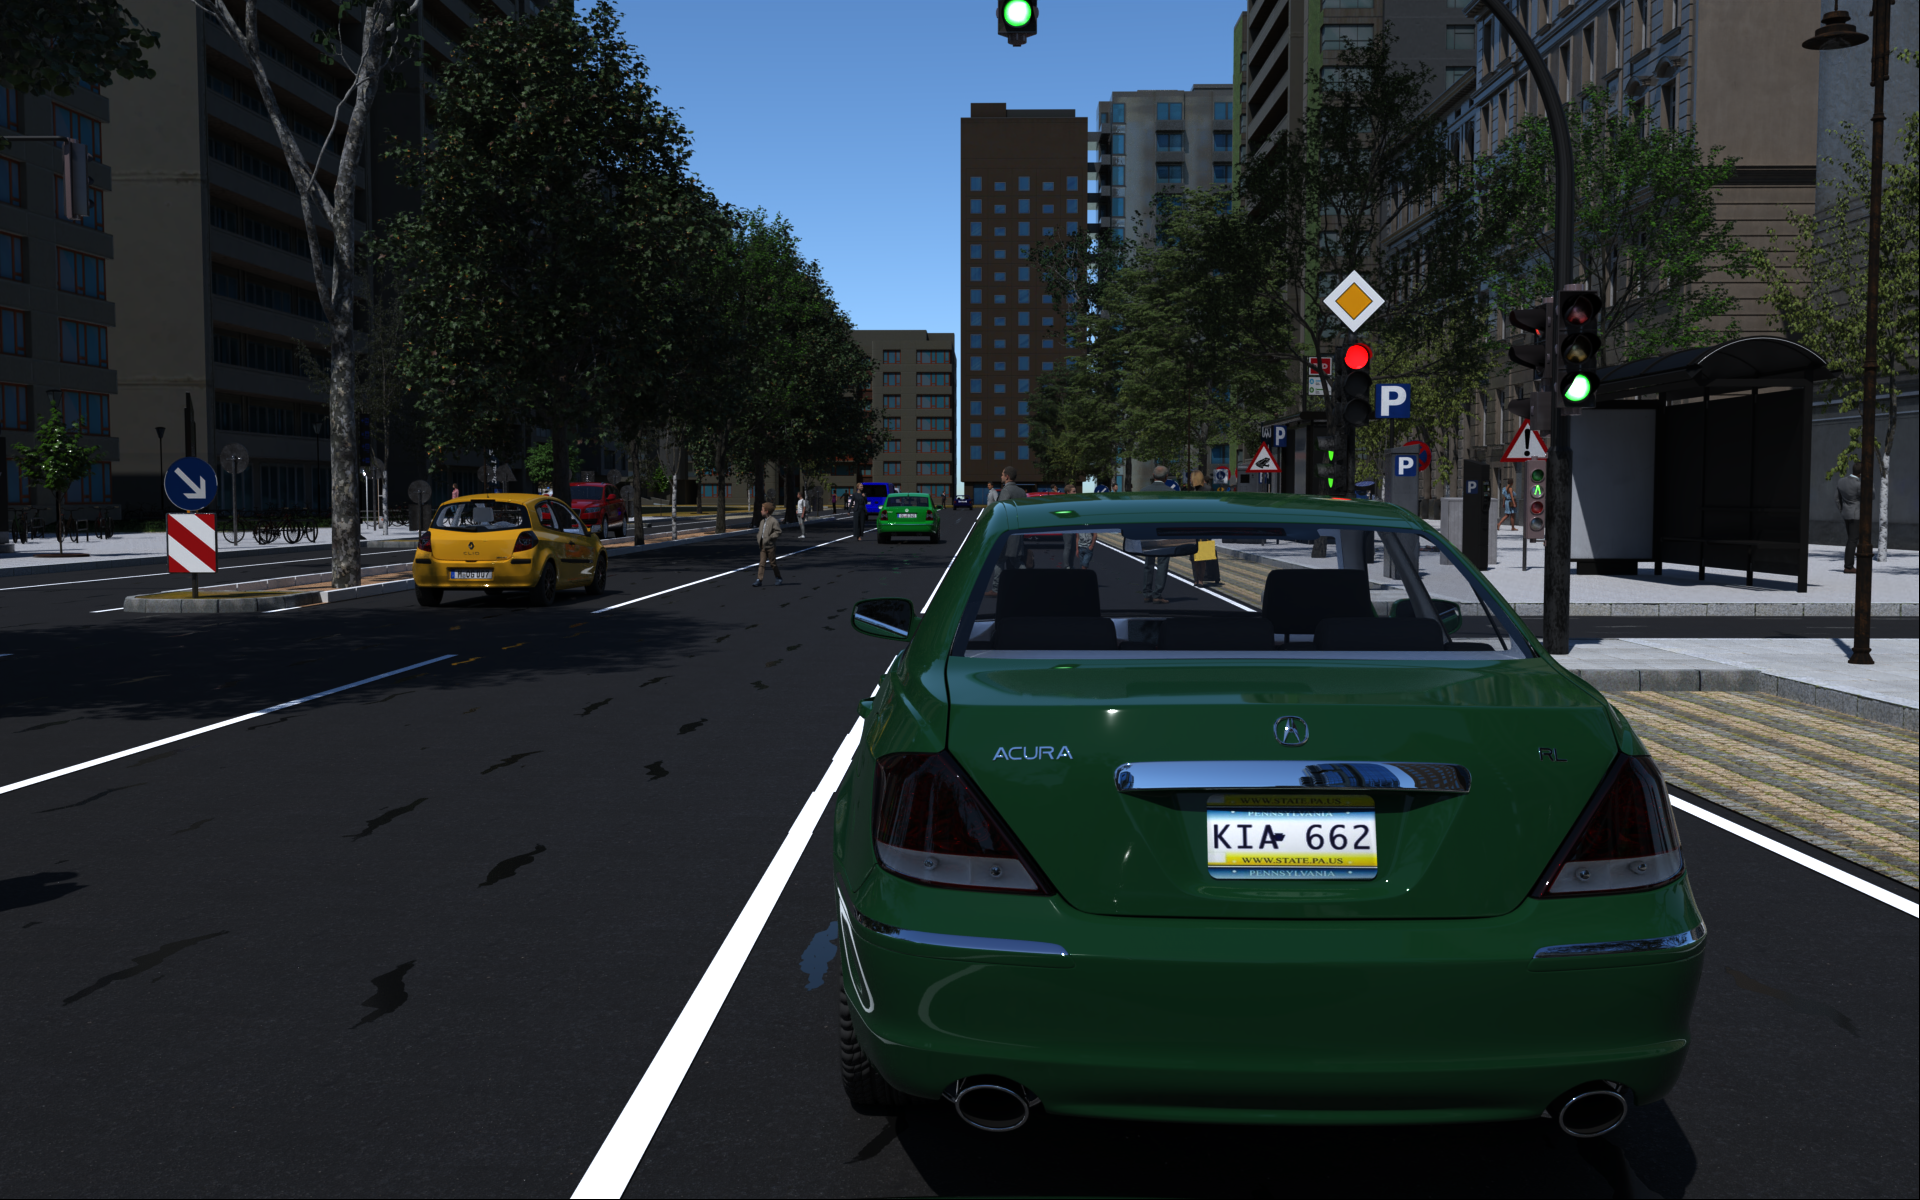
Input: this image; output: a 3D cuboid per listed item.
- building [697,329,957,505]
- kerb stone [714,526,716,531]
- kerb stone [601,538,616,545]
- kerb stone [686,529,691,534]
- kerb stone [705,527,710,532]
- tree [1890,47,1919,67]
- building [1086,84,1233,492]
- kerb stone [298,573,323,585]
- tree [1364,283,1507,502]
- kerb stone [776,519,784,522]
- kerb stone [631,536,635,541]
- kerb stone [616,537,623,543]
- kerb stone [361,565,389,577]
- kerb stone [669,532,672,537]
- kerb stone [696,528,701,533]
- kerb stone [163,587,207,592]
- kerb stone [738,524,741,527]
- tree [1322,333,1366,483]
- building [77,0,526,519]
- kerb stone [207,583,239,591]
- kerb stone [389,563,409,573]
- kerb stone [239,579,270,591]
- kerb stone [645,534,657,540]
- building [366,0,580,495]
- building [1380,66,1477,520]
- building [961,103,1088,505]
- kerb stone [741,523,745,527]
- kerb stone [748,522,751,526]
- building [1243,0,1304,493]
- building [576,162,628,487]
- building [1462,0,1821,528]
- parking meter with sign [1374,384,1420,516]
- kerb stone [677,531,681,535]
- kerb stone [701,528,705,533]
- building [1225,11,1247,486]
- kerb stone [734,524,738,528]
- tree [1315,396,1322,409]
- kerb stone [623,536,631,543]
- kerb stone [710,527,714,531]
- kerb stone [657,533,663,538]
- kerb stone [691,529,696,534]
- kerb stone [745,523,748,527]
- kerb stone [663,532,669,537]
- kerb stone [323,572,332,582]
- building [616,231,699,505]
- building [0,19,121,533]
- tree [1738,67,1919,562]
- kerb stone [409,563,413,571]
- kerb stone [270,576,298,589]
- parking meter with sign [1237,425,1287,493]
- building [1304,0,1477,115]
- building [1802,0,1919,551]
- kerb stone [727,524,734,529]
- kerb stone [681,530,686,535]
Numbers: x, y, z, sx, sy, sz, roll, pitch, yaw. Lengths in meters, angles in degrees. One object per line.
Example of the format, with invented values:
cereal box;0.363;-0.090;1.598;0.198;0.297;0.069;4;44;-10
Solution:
building;-15.125;-22.269;209.134;28.899;21.520;27.650;0;4;1
kerb stone;-9.630;-2.763;67.375;0.120;0.150;1.000;0;4;1
kerb stone;-9.972;-1.635;48.925;0.120;0.150;1.000;0;4;1
kerb stone;-9.741;-2.385;61.222;0.120;0.150;1.000;0;4;1
kerb stone;-9.673;-2.635;65.324;0.120;0.150;1.000;0;4;1
tree;14.983;-4.505;24.013;4.737;8.622;4.395;0;3;0
building;30.015;-35.813;205.152;30.456;49.044;23.786;0;4;1
kerb stone;-10.357;-0.317;27.379;0.120;0.150;1.000;0;4;1
tree;16.355;-6.627;58.714;4.737;8.622;4.395;0;3;0
kerb stone;-9.243;-4.077;88.894;0.120;0.150;1.000;0;4;1
kerb stone;-9.914;-1.823;51.996;0.120;0.150;1.000;0;4;1
kerb stone;-9.957;-1.697;49.947;0.120;0.150;1.000;0;4;1
kerb stone;-10.315;-0.505;30.450;0.120;0.150;1.000;0;4;1
kerb stone;-9.796;-2.198;58.147;0.120;0.150;1.000;0;4;1
kerb stone;-9.701;-2.513;63.276;0.120;0.150;1.000;0;4;1
kerb stone;-10.429;-0.065;23.262;0.120;0.150;1.000;0;4;1
kerb stone;-9.515;-3.139;73.517;0.120;0.150;1.000;0;4;1
tree;16.077;-7.014;65.044;4.737;8.622;4.395;0;3;0
building;-40.803;-29.616;107.928;21.300;48.544;21.600;0;4;1
kerb stone;-10.421;-0.122;24.284;0.120;0.150;1.000;0;4;1
kerb stone;-10.285;-0.566;31.472;0.120;0.150;1.000;0;4;1
kerb stone;-10.399;-0.185;25.320;0.120;0.150;1.000;0;4;1
kerb stone;-9.855;-2.005;55.065;0.120;0.150;1.000;0;4;1
building;-36.629;-27.103;126.722;14.154;41.232;14.086;0;4;1
building;28.285;-15.769;86.700;11.050;23.489;19.941;0;4;1
building;7.297;-33.733;201.640;14.200;45.320;14.600;0;4;1
kerb stone;-9.494;-3.201;74.539;0.120;0.150;1.000;0;4;1
kerb stone;-9.452;-3.327;76.586;0.120;0.150;1.000;0;4;1
building;33.876;-31.061;131.557;21.300;48.544;21.600;0;4;1
building;-37.115;-23.304;152.725;14.107;30.474;14.160;0;4;1
building;27.988;-16.320;64.103;12.463;27.353;25.104;0;4;1
parking meter with sign;6.760;-1.855;26.595;0.543;3.016;1.738;0;4;5
kerb stone;-9.781;-2.258;59.169;0.120;0.150;1.000;0;4;1
kerb stone;-9.688;-2.575;64.298;0.120;0.150;1.000;0;4;1
building;30.450;-28.578;150.837;14.154;41.232;14.086;0;4;1
kerb stone;-9.529;-3.074;72.495;0.120;0.150;1.000;0;4;1
tree;19.398;-8.192;84.299;4.737;8.622;4.395;0;3;0
kerb stone;-9.932;-1.760;50.969;0.120;0.150;1.000;0;4;1
kerb stone;-9.646;-2.700;66.347;0.120;0.150;1.000;0;4;1
kerb stone;-9.842;-2.066;56.087;0.120;0.150;1.000;0;4;1
kerb stone;-9.719;-2.450;62.245;0.120;0.150;1.000;0;4;1
kerb stone;-9.472;-3.264;75.564;0.120;0.150;1.000;0;4;1
kerb stone;-9.822;-2.136;57.114;0.120;0.150;1.000;0;4;1
kerb stone;-10.337;-0.377;28.402;0.120;0.150;1.000;0;4;1
building;-41.515;-31.804;211.870;23.993;40.220;32.217;0;4;1
building;-45.602;-12.554;50.290;27.650;21.520;28.899;0;4;1
tree;17.311;-5.039;32.757;4.737;8.622;4.395;0;3;0
kerb stone;-10.267;-0.622;32.503;0.120;0.150;1.000;0;4;1
kerb stone;-10.380;-0.254;26.352;0.120;0.150;1.000;0;4;1
parking meter with sign;7.529;-2.958;44.627;0.543;3.016;1.738;-3;5;-43
building;29.537;-26.327;114.047;14.154;41.232;14.086;0;4;1
building;30.596;-11.639;39.451;18.267;20.994;9.793;0;4;1
kerb stone;-9.555;-3.008;71.467;0.120;0.150;1.000;0;4;1
kerb stone;-9.761;-2.318;60.200;0.120;0.150;1.000;0;4;1
